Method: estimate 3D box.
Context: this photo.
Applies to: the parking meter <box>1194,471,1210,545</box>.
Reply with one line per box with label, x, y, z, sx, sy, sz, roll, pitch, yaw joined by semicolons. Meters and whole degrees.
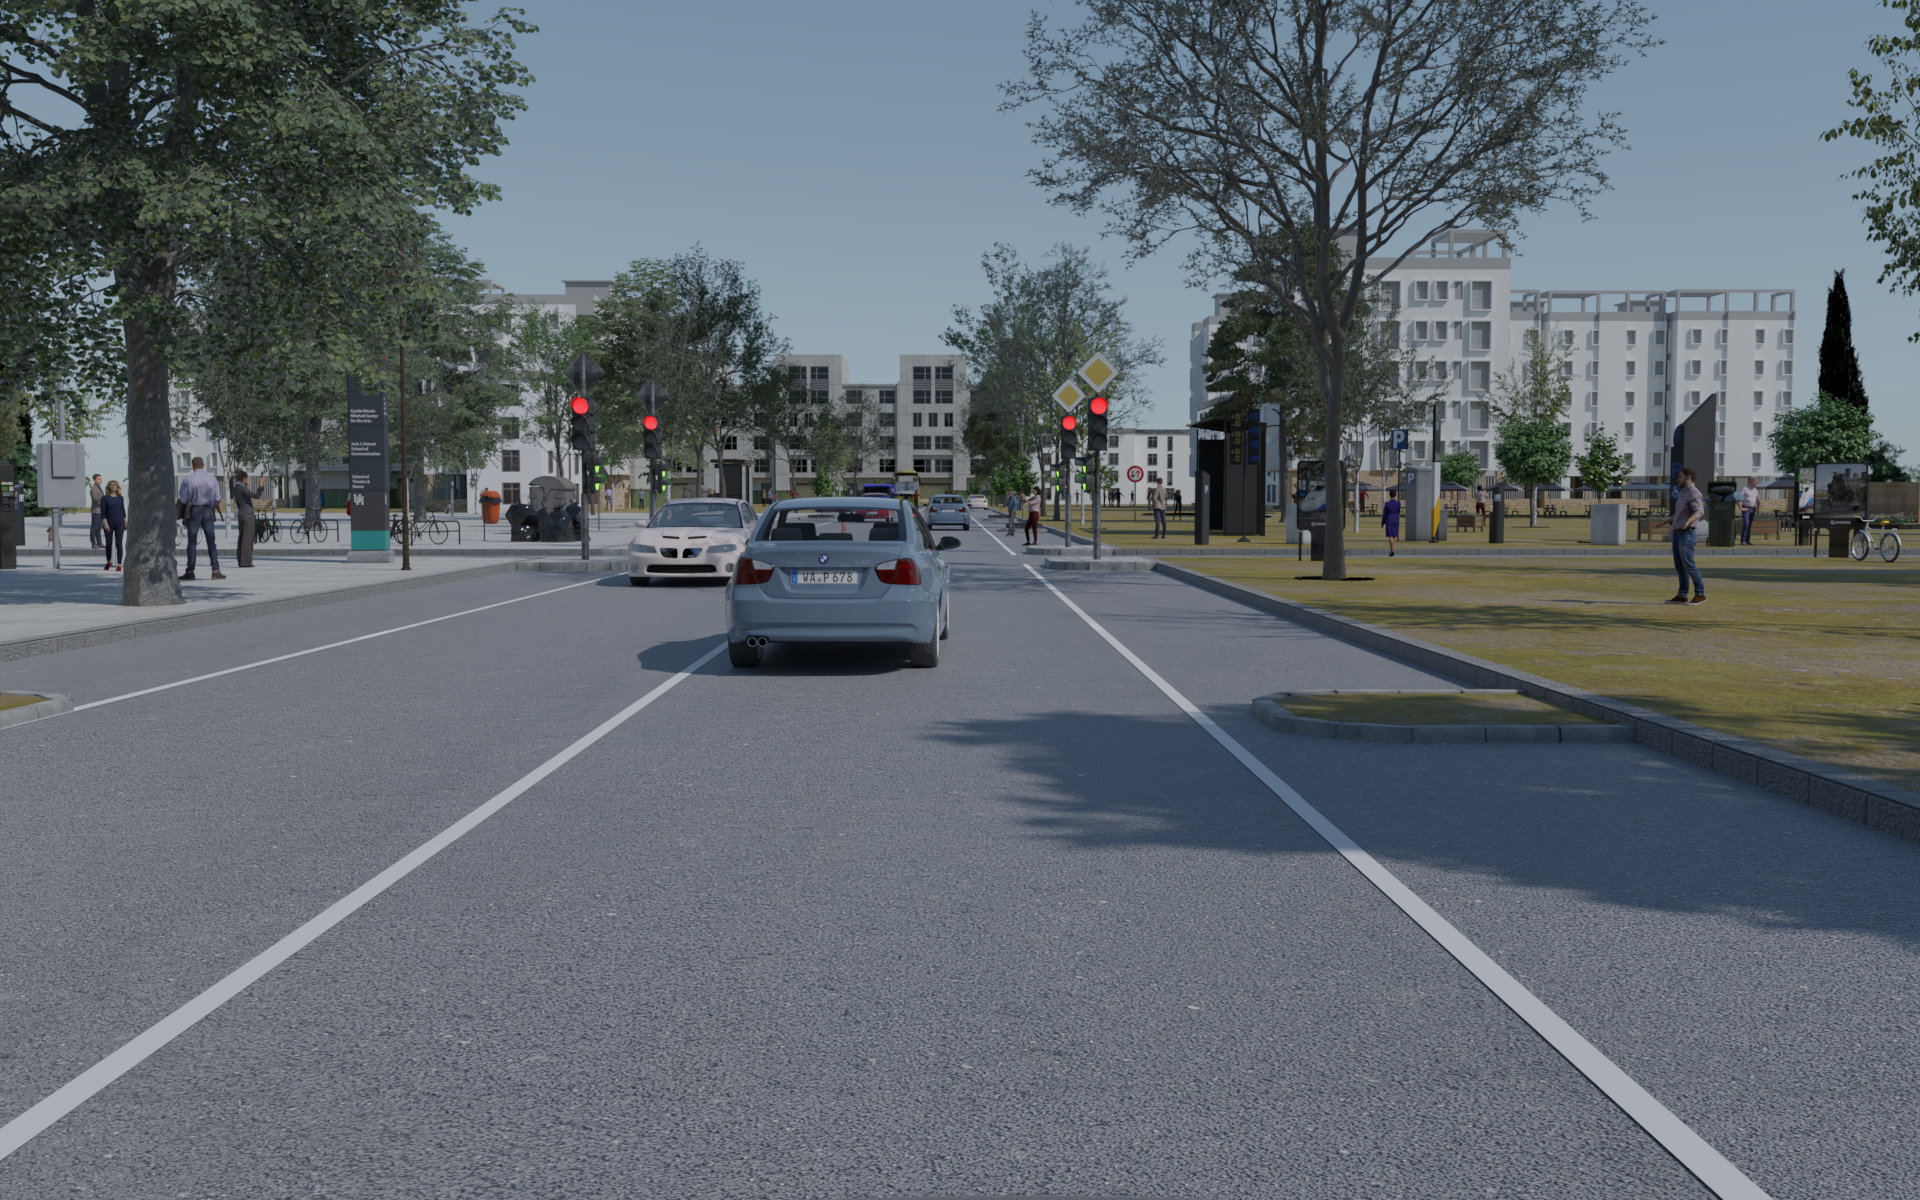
parking meter;6.115;-2.326;43.749;0.255;1.863;0.399;2;4;34

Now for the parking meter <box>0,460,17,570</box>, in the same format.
parking meter;-16.298;-1.454;29.490;0.399;1.863;0.255;2;4;33

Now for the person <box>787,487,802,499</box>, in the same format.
person;-13.045;-7.975;136.369;1.348;1.831;0.705;-2;4;-35

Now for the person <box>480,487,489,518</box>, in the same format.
person;-25.977;-5.334;94.709;0.517;1.644;0.566;3;5;41

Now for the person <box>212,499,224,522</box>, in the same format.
person;-34.364;-4.362;80.059;0.574;1.496;0.600;-2;4;-25

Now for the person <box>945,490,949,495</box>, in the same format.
person;-0.806;-5.178;94.635;0.593;1.643;0.415;2;4;25

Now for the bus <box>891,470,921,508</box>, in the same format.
bus;-5.413;-11.381;177.630;2.896;3.916;12.252;0;4;-1

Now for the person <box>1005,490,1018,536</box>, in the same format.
person;1.736;-2.920;58.449;0.429;1.552;0.499;0;4;4

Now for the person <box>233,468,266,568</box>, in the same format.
person;-12.356;-1.431;30.236;0.742;1.727;0.445;1;4;11

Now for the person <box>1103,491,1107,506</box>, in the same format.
person;15.094;-10.672;180.532;0.705;1.823;1.348;0;4;-4

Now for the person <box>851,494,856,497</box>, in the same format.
person;-3.748;-2.846;58.214;0.628;1.438;0.799;1;4;10

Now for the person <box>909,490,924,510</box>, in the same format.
person;-4.025;-9.223;159.260;1.348;1.831;0.705;1;4;12

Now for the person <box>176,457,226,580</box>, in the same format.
person;-11.412;-1.226;25.958;0.709;1.838;0.599;-3;4;-37

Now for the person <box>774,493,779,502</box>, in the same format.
person;-19.590;-10.757;185.148;0.599;1.433;0.991;2;4;26

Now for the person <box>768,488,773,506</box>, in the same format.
person;-15.691;-8.409;143.520;0.705;1.826;1.348;0;4;3

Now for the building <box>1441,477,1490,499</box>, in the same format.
building;52.520;-23.930;235.226;32.646;21.610;27.936;0;4;0

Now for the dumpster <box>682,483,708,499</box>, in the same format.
dumpster;-14.539;-5.458;94.998;1.264;1.857;1.865;0;4;0

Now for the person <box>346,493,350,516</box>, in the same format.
person;-35.162;-5.594;99.977;0.387;1.526;0.523;2;4;31

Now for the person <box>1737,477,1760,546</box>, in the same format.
person;19.740;-2.218;43.240;0.756;1.711;0.436;-1;4;-14

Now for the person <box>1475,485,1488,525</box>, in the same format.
person;21.303;-3.875;70.851;0.566;1.644;0.517;-2;4;-26

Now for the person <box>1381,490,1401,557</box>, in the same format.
person;9.815;-1.755;39.570;0.453;1.535;0.546;-1;4;-23

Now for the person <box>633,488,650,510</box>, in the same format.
person;-26.401;-8.410;143.531;1.348;1.826;0.705;-1;4;-20

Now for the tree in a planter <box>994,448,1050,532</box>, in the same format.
tree in a planter;2.414;-4.235;66.472;1.991;3.239;1.994;0;4;0

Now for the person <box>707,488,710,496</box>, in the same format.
person;-20.338;-8.139;139.832;0.721;1.743;1.217;-2;4;-33

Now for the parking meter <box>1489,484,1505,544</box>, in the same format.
parking meter;13.929;-2.234;44.944;0.372;1.533;0.369;0;3;0

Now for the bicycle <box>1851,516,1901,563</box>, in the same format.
bicycle;17.369;-1.199;32.825;0.635;0.972;1.543;0;4;-6

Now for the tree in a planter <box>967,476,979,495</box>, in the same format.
tree in a planter;1.517;-10.621;170.872;1.991;3.239;1.994;0;4;0

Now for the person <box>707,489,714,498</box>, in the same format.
person;-10.412;-3.928;72.806;0.613;1.512;0.480;-3;4;-38

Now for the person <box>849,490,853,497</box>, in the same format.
person;-12.029;-11.369;192.664;0.721;1.736;1.217;-3;4;-37

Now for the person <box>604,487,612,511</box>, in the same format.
person;-27.018;-7.794;133.335;0.709;1.838;0.599;-1;4;-13

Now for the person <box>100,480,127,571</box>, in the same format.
person;-14.172;-1.245;28.938;0.613;1.512;0.480;2;4;31

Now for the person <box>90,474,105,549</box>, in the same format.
person;-20.122;-2.089;40.731;0.750;1.759;0.617;0;4;7

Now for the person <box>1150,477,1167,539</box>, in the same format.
person;5.646;-2.648;49.870;0.617;1.759;0.750;-2;4;-28

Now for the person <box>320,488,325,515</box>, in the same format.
person;-32.508;-4.904;87.933;0.444;1.614;0.593;3;5;42

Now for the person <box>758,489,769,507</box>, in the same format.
person;-19.671;-10.257;173.836;1.348;1.812;0.705;2;4;35

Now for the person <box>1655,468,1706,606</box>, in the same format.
person;8.373;-0.736;20.034;0.435;1.587;0.963;0;3;0

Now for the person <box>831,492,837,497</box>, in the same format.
person;-12.635;-10.225;173.948;0.721;1.736;1.217;-2;4;-34

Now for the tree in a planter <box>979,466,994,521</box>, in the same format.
tree in a planter;2.177;-5.883;93.415;1.991;3.239;1.994;0;4;0

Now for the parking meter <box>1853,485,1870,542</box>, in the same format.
parking meter;24.064;-2.313;46.229;0.372;1.533;0.369;0;3;0

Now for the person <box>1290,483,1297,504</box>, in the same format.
person;13.992;-3.989;71.949;0.600;1.739;0.565;-2;4;-26

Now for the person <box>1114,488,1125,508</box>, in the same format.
person;15.020;-9.669;163.761;1.348;1.869;0.705;-2;4;-35

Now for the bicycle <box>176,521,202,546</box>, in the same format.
bicycle;-19.254;-1.822;43.013;0.635;0.972;1.543;0;4;6

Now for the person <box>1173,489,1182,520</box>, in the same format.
person;10.665;-4.671;84.963;0.613;1.512;0.480;3;5;40

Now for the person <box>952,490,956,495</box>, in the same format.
person;-0.519;-6.901;122.163;0.721;1.723;1.217;-2;4;-34

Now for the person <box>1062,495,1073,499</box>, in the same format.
person;12.211;-11.482;196.965;1.217;1.736;0.721;-1;4;-17

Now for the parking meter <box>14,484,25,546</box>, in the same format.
parking meter;-23.404;-2.112;42.936;0.372;1.533;0.369;0;3;0

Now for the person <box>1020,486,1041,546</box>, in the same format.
person;1.940;-2.318;47.860;0.566;1.644;0.517;1;4;18

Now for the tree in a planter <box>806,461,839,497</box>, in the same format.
tree in a planter;-7.538;-5.935;94.259;1.991;3.239;1.994;0;4;0

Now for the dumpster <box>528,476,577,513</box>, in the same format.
dumpster;-13.137;-3.060;55.782;1.264;1.857;1.865;0;4;0

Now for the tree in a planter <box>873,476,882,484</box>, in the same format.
tree in a planter;-8.222;-10.703;172.209;1.991;3.239;1.994;0;4;0

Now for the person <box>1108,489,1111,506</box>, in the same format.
person;16.516;-11.341;191.598;0.705;1.807;1.348;0;4;-4
